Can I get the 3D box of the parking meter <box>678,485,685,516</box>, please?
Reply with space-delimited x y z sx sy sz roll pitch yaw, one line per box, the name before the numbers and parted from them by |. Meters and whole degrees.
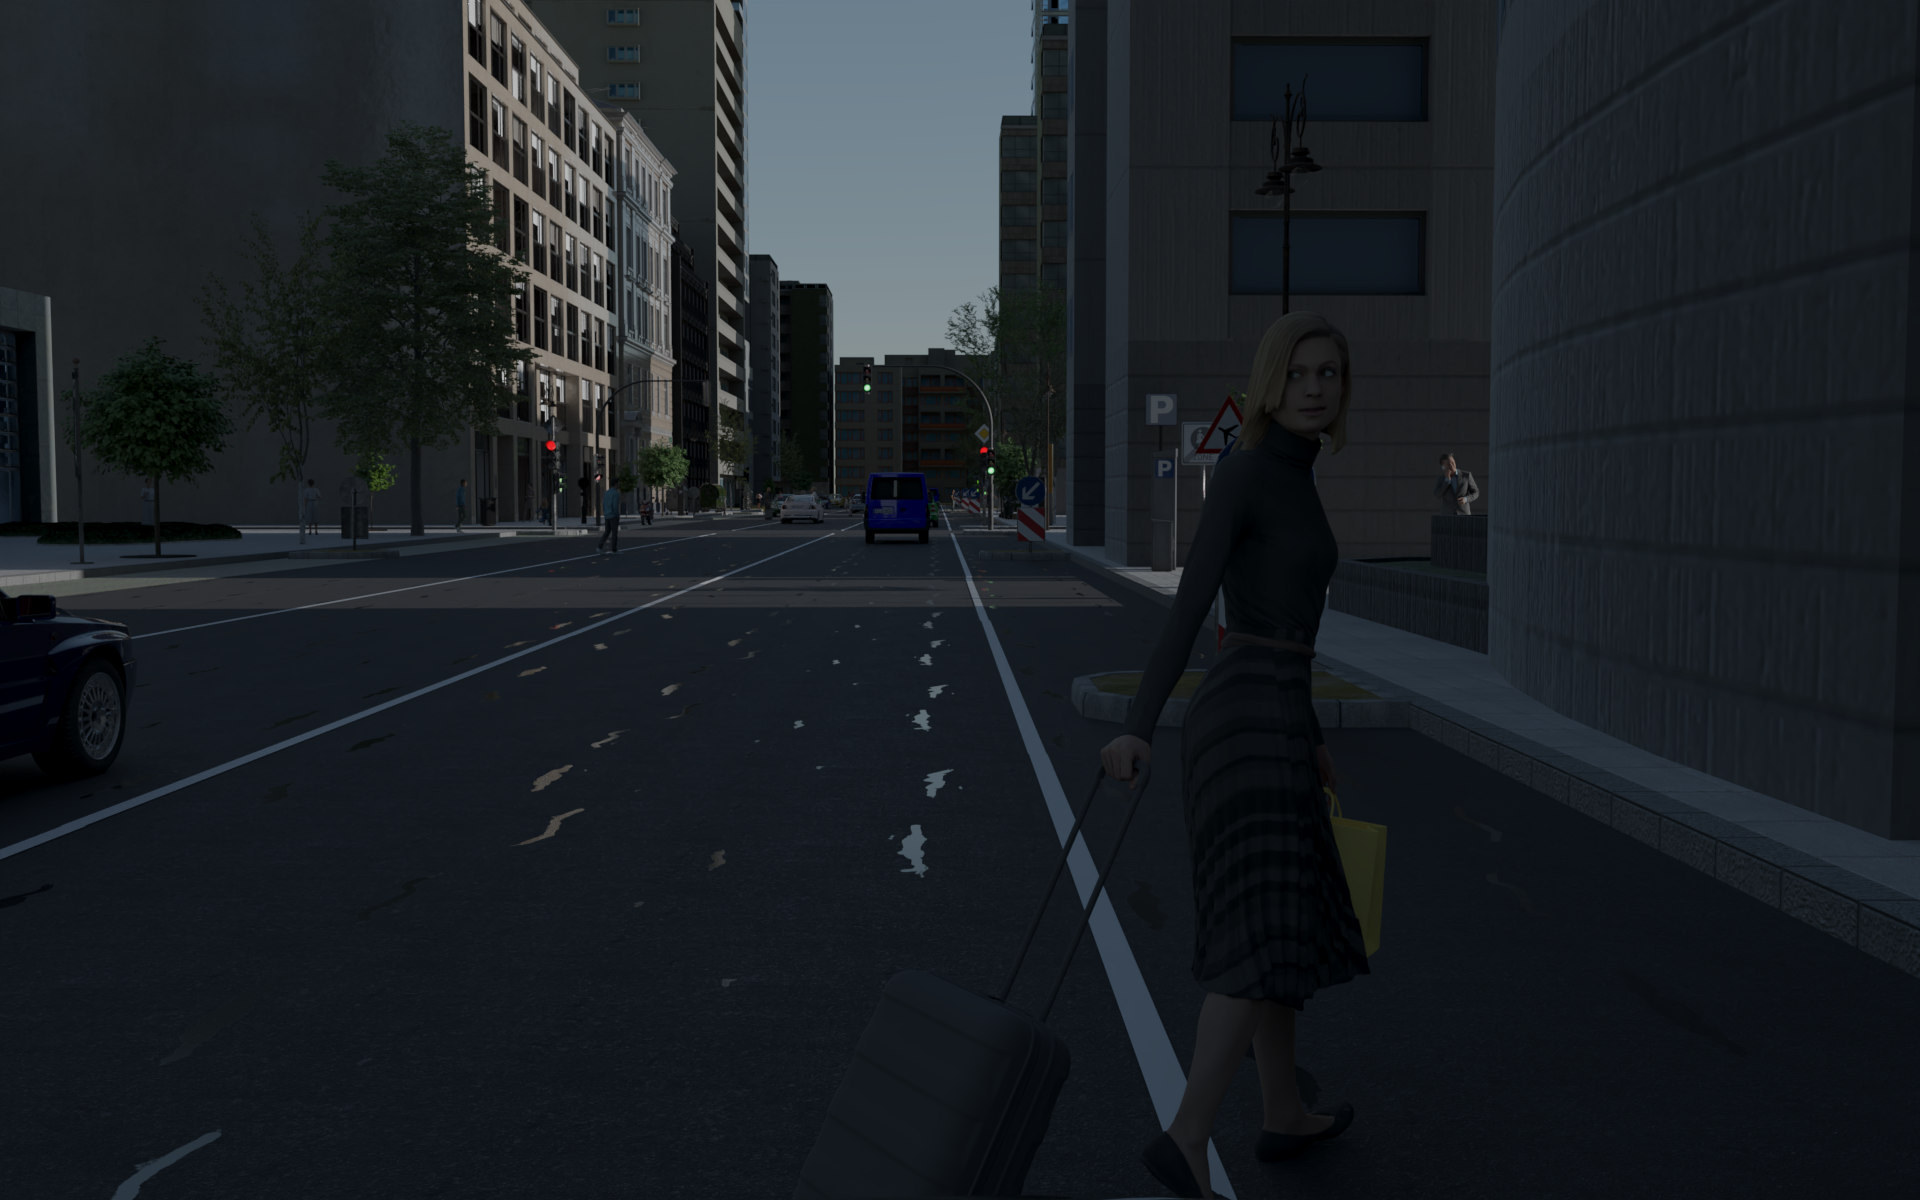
parking meter | -16.399 -5.882 101.877 0.399 1.863 0.255 0 4 -5

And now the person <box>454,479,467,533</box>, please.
person | -16.537 -3.114 57.301 0.444 1.785 0.601 -1 4 -17

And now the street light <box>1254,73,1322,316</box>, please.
street light | 3.689 -2.866 19.646 0.468 5.910 1.993 0 4 -1

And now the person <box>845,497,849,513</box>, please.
person | -8.724 -7.363 133.893 0.382 1.210 0.505 -2 4 -26

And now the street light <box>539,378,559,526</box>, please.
street light | -16.437 -5.904 69.313 0.468 5.910 1.993 0 4 -1

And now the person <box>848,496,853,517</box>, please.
person | -7.016 -5.979 110.532 0.394 1.301 0.425 -1 4 -13

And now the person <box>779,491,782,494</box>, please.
person | -23.032 -13.109 221.054 0.721 1.739 1.217 -3 5 -41

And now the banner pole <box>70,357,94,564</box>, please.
banner pole | -16.051 -2.537 31.497 0.401 3.779 0.863 -1 4 -20

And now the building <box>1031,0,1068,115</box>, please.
building | 15.894 -52.507 171.160 22.319 86.520 31.000 0 4 -1

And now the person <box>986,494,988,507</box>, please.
person | 2.694 -9.849 167.873 0.742 1.727 0.445 2 4 31

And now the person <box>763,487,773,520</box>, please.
person | -10.670 -5.338 95.988 0.699 1.804 1.509 0 4 2

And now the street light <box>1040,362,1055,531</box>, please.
street light | 3.073 -5.381 60.773 0.468 5.910 1.993 0 4 -1

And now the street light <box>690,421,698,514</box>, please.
street light | -16.959 -8.417 110.402 0.468 5.910 1.993 0 4 -1

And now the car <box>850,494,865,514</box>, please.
car | -7.147 -7.094 127.987 2.014 1.417 4.499 0 4 1

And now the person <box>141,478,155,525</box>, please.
person | -23.553 -2.676 50.365 0.524 1.755 0.480 2 4 31

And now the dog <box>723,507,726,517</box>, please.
dog | -14.407 -5.303 105.993 0.540 0.507 0.406 3 5 44

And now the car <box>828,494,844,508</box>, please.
car | -12.938 -10.327 179.071 2.015 1.641 3.980 0 4 1

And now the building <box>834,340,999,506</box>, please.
building | -2.495 -24.479 245.270 28.899 21.520 27.650 0 4 -1

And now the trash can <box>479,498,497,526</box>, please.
trash can | -18.726 -3.491 68.725 0.748 1.137 0.748 0 3 0

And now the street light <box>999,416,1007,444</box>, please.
street light | 2.563 -7.929 102.424 0.468 5.910 1.993 0 4 -1

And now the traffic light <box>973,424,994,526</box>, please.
traffic light | 0.950 -4.911 69.213 0.839 4.253 0.868 0 4 -1

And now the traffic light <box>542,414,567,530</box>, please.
traffic light | -14.302 -4.409 61.006 0.839 4.253 0.868 0 4 -1

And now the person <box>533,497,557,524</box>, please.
person | -17.475 -3.774 73.251 1.012 1.151 0.738 0 4 5

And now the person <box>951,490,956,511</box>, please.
person | -0.574 -8.604 149.195 0.705 1.822 1.348 1 4 11

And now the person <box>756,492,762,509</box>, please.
person | -17.441 -8.601 149.861 0.628 1.438 0.799 -2 4 -29

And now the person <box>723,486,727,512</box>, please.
person | -17.370 -7.417 127.113 0.447 1.846 0.655 -1 4 -21

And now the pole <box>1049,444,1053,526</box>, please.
pole | 3.683 -4.679 70.340 0.158 3.312 0.155 0 3 0

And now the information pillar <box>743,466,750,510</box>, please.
information pillar | -17.377 -9.150 140.954 0.504 3.616 0.183 -2 4 -24

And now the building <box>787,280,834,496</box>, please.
building | -24.562 -28.480 237.342 14.107 30.474 14.160 0 4 -1

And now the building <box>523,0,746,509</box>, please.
building | -31.051 -32.447 154.209 21.300 48.544 21.600 0 4 -1

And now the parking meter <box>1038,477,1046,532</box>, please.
parking meter | 2.814 -3.278 59.299 0.255 1.863 0.399 0 4 6

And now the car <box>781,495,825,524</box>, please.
car | -7.732 -4.445 85.041 2.083 1.381 4.827 0 3 0

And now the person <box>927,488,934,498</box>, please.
person | -1.911 -6.241 110.450 0.836 1.842 0.656 1 4 23

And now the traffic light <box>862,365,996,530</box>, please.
traffic light | -1.033 -5.284 61.059 4.771 5.953 1.251 0 4 -1

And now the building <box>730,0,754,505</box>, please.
building | -32.511 -53.011 179.396 22.319 86.520 31.000 0 4 -1

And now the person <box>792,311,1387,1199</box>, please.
person | 0.331 0.326 3.382 1.509 1.804 0.699 -2 4 -32

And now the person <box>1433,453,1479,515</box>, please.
person | 6.861 -1.104 23.899 0.655 1.846 0.447 1 4 16

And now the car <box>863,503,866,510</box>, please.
car | -3.684 -4.502 83.400 2.009 1.686 4.222 0 4 0

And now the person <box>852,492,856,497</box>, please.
person | -11.550 -10.955 188.540 0.530 1.710 0.541 -3 5 -42

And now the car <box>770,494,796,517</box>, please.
car | -11.171 -6.060 110.883 2.131 1.459 4.920 0 4 -2

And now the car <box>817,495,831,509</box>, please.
car | -13.262 -9.331 165.147 1.945 1.354 3.894 0 3 0

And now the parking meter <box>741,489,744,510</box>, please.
parking meter | -17.599 -8.199 139.765 0.255 1.863 0.399 -2 4 -26

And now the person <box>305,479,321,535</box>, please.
person | -20.267 -2.914 54.262 0.480 1.755 0.524 -1 4 -21

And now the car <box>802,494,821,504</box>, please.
car | -12.395 -7.953 141.828 2.131 1.459 4.920 0 3 0

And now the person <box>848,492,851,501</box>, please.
person | -13.312 -12.295 210.246 0.721 1.743 1.217 1 4 16

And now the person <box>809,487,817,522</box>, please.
person | -7.576 -4.987 90.270 0.641 1.798 0.478 -1 4 -12

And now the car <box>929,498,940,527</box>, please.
car | -1.839 -4.119 76.137 1.959 1.807 4.718 0 4 -1

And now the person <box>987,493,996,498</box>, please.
person | 2.698 -9.071 155.029 1.217 1.739 0.721 -2 4 -34

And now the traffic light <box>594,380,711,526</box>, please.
traffic light | -12.319 -5.773 69.054 4.771 5.953 1.251 0 4 -1

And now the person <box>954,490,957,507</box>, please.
person | -0.593 -10.570 181.195 0.709 1.838 0.599 2 4 27

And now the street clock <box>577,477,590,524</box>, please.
street clock | -16.196 -4.280 74.554 0.471 2.002 0.358 -2 4 -30

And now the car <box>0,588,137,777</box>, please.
car | -5.213 0.303 7.623 1.945 1.354 3.894 0 4 -1

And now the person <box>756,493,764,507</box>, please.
person | -20.109 -10.105 174.481 0.991 1.433 0.599 2 4 30

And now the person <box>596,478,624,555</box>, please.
person | -8.312 -1.989 41.046 0.660 1.820 0.620 3 5 43

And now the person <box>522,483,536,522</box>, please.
person | -19.638 -4.431 78.836 0.599 1.781 0.374 1 4 17

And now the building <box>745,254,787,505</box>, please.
building | -29.037 -26.763 209.281 14.107 30.474 14.160 0 4 -1
